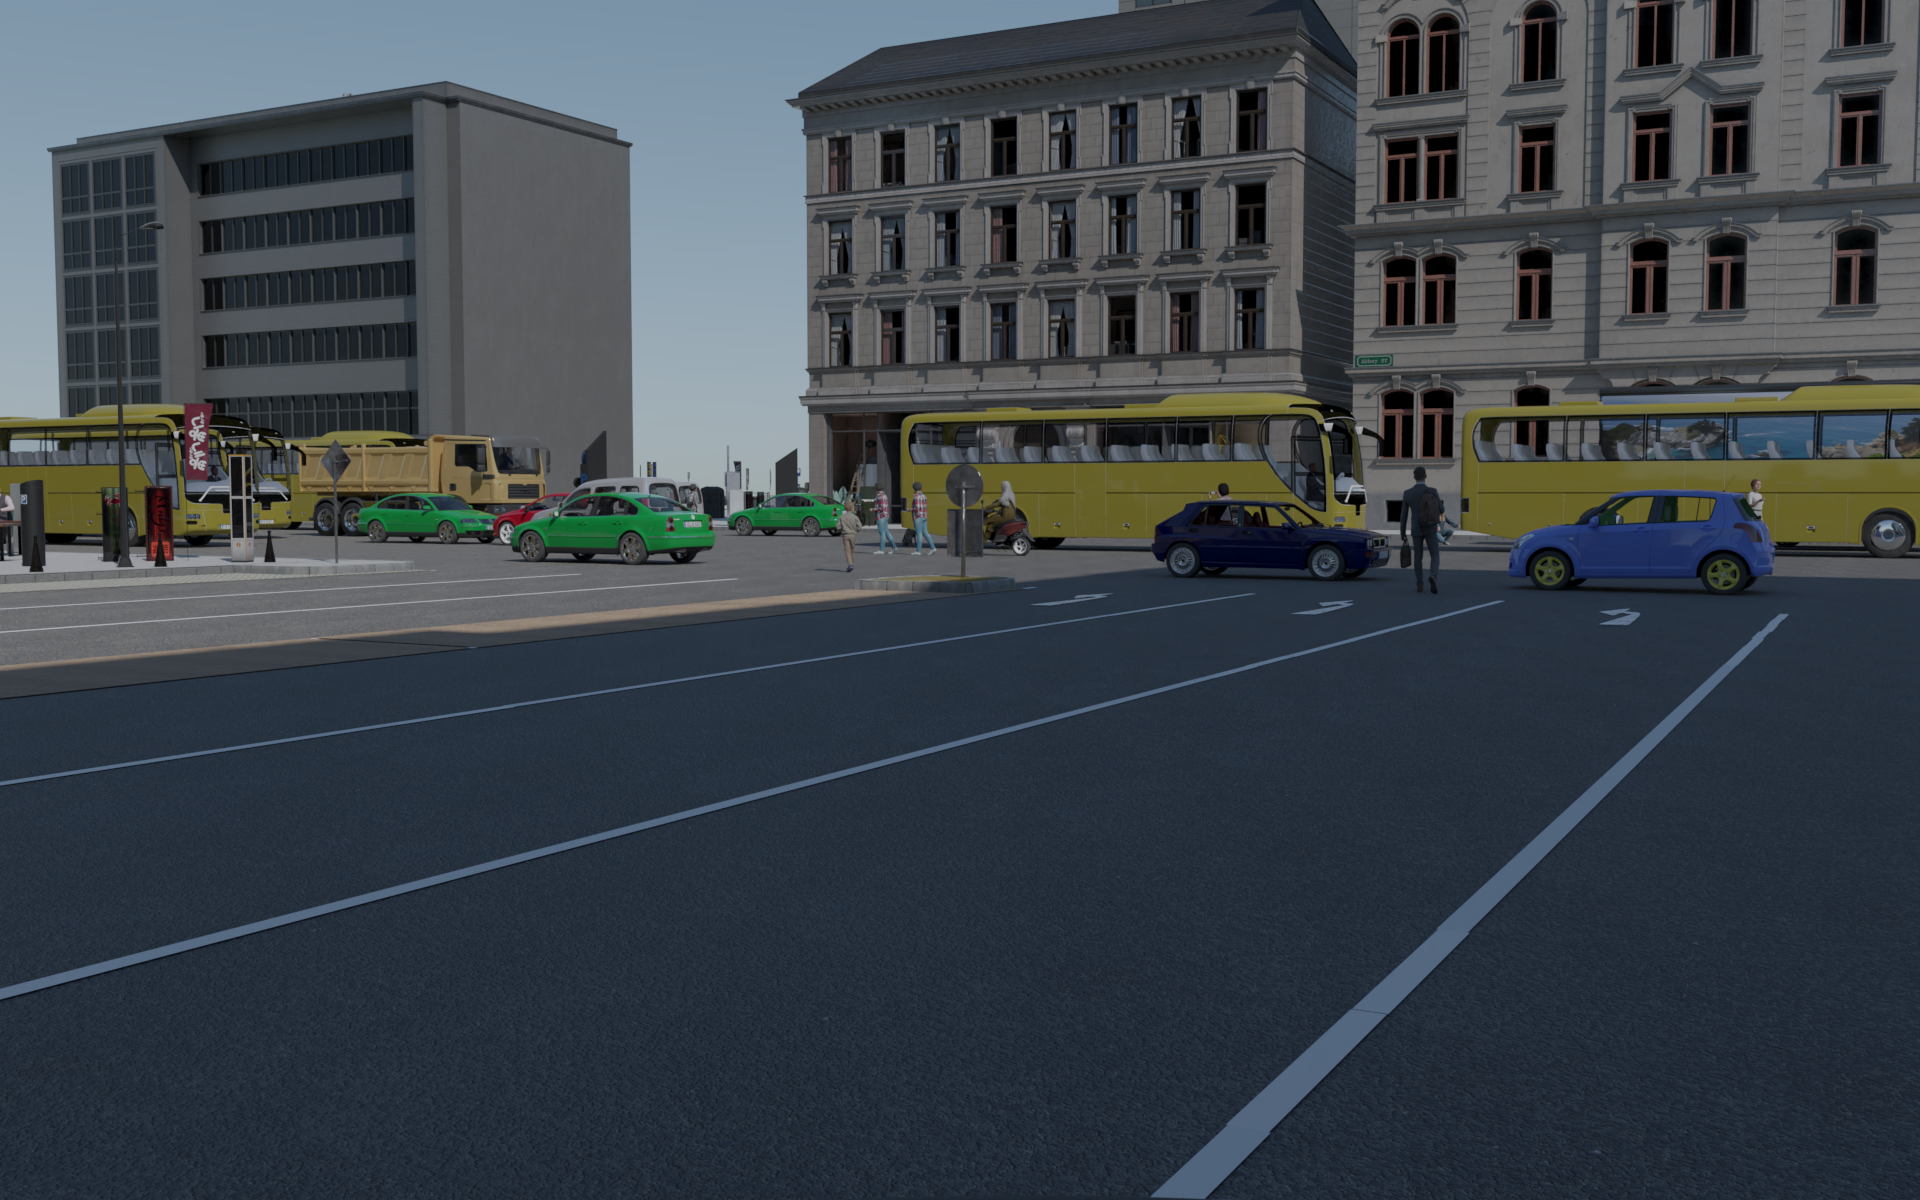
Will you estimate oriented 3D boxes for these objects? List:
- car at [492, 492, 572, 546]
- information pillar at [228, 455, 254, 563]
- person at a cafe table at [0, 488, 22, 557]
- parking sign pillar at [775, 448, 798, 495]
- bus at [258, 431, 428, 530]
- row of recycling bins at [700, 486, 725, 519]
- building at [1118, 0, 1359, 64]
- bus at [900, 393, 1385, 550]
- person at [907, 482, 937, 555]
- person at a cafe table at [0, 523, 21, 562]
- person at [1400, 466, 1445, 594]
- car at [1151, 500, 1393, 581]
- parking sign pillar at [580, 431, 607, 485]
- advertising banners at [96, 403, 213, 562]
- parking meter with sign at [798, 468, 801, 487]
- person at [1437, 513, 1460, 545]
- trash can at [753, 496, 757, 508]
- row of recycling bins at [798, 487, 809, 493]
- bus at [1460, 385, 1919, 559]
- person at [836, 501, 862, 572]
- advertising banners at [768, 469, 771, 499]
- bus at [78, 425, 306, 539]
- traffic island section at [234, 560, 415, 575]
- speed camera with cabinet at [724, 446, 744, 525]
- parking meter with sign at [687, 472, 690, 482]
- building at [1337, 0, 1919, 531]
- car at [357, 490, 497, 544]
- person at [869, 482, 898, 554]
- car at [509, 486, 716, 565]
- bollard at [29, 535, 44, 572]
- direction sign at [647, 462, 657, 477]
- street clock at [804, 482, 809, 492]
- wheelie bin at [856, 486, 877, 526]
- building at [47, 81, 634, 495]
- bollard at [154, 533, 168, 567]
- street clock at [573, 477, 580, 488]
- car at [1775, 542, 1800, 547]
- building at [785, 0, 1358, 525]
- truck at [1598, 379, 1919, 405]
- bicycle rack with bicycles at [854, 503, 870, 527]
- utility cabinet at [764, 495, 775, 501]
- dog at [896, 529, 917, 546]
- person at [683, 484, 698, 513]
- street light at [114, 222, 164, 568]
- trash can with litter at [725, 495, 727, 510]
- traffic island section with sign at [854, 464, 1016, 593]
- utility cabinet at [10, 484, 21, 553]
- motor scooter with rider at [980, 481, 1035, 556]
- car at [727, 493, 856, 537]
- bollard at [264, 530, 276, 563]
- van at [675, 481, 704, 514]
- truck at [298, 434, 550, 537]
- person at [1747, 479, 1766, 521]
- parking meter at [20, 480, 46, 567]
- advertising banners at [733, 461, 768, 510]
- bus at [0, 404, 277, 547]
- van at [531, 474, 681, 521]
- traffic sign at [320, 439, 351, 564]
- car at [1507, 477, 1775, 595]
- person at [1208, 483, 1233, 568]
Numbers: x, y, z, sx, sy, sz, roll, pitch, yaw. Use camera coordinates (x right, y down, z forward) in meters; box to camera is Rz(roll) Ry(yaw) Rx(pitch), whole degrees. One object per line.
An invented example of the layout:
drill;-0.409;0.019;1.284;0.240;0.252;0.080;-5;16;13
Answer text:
car;-10.990;-2.391;48.133;4.494;1.783;2.155;2;4;28
information pillar;-13.477;-1.712;32.486;0.304;2.012;0.304;0;4;6
person at a cafe table;-20.107;-1.678;35.948;1.698;1.524;1.622;-1;4;-14
parking sign pillar;-10.079;-6.865;100.720;1.447;3.967;1.447;0;4;-2
bus;-25.608;-4.756;69.312;12.252;3.916;2.896;2;4;28
row of recycling bins;-13.157;-5.211;92.310;1.069;1.692;3.534;0;4;2
building;25.528;-42.421;131.843;20.563;71.187;20.611;2;4;29
bus;4.339;-3.209;44.009;12.252;3.916;2.896;2;4;29
person;-0.908;-1.915;40.651;0.643;1.720;0.563;2;4;26
person at a cafe table;-18.790;-1.351;32.944;1.698;1.238;1.726;-1;4;-9
person;6.700;-1.018;25.111;0.622;1.834;0.822;1;4;15
car;5.336;-1.047;29.692;3.894;1.354;1.945;2;4;28
parking sign pillar;-15.447;-5.172;73.034;1.447;3.967;1.447;2;4;25
advertising banners;-15.323;-2.253;33.023;2.074;3.025;0.090;-2;4;-27
parking meter with sign;-11.035;-7.424;117.636;0.543;3.016;1.738;0;4;-1
person;13.706;-2.130;48.831;1.012;1.151;0.738;-1;4;-19
trash can;-14.128;-6.600;119.562;0.748;1.137;0.748;0;3;0
row of recycling bins;-10.053;-5.979;104.872;1.069;1.692;3.534;-2;4;-25
bus;18.302;-3.019;40.902;12.252;3.916;2.896;2;4;28
person;-2.049;-1.165;31.818;0.475;1.303;0.640;-1;4;-16
advertising banners;-13.416;-7.661;121.450;0.090;3.025;2.074;-1;4;-15
bus;-27.145;-4.045;57.688;12.252;3.916;2.896;2;4;29
traffic island section;-11.534;-0.594;32.000;2.009;0.180;2.903;2;4;29
speed camera with cabinet;-9.118;-4.627;69.992;0.660;3.252;2.038;-1;4;-12
parking meter with sign;-22.153;-8.557;136.161;1.738;3.016;0.543;-1;4;-21
building;26.663;-16.763;61.466;23.554;28.519;14.401;2;4;29
car;-15.446;-2.560;50.646;4.718;1.807;1.959;2;4;27
person;-1.824;-1.956;41.322;0.643;1.720;0.563;0;4;7
car;-7.350;-1.679;36.251;4.718;1.807;1.959;2;4;30
bollard;-15.198;-0.761;28.484;0.229;0.601;0.229;0;3;0
direction sign;-21.609;-7.921;121.497;0.379;3.537;0.876;3;4;37
street clock;-9.365;-6.236;106.530;0.358;2.002;0.471;-2;4;-32
wheelie bin;-3.746;-3.806;70.133;0.980;1.594;0.693;0;4;-6
building;-34.247;-16.860;94.728;30.058;24.678;14.314;2;4;29
bollard;-14.091;-0.885;30.516;0.229;0.601;0.229;0;3;0
street clock;-16.457;-4.304;74.939;0.471;2.002;0.358;-3;5;-41
car;23.649;-2.230;46.677;3.980;1.641;2.015;2;4;30
building;-3.215;-13.779;76.202;40.483;20.767;10.553;2;4;29
truck;22.381;-3.385;44.260;11.283;4.237;2.839;2;4;27
bicycle rack with bicycles;-4.555;-3.315;67.583;2.852;0.926;2.925;2;4;31
utility cabinet;-13.751;-6.992;125.478;1.020;1.237;0.306;-2;4;-32
dog;-1.501;-1.906;48.005;0.800;0.831;0.513;-1;4;-10
person;-8.010;-2.597;51.680;0.376;1.734;0.841;-1;4;-19
street light;-14.187;-3.512;29.956;1.470;5.913;1.316;2;4;29
trash can with litter;-18.793;-7.896;140.160;2.233;1.210;1.678;2;4;31
traffic island section with sign;-0.228;-1.099;26.101;2.006;1.907;1.989;2;4;29
utility cabinet;-20.162;-1.755;37.367;0.318;1.500;1.173;-3;5;-40
motor scooter with rider;0.872;-1.923;40.398;1.986;1.779;0.876;2;4;31
car;-5.778;-3.077;59.104;4.718;1.807;1.959;2;4;28
bollard;-12.974;-1.009;32.544;0.229;0.601;0.229;0;3;0
van;-10.512;-3.104;57.762;4.112;2.044;2.013;2;4;30
truck;-17.760;-3.807;58.168;9.791;3.379;3.469;2;4;27
person;16.987;-1.700;36.858;0.480;1.755;0.524;-2;4;-34
parking meter;-16.489;-1.369;30.799;0.372;1.533;0.369;0;3;0
advertising banners;-11.185;-5.860;91.992;2.074;3.025;0.090;-3;5;-42
bus;-24.720;-3.531;49.274;12.252;3.916;2.896;2;4;29
van;-8.996;-2.245;43.723;4.112;2.044;2.013;2;4;29
traffic sign;-11.509;-1.730;31.926;0.795;2.450;0.064;2;4;29
car;10.103;-0.991;25.798;3.694;1.707;1.945;2;4;30
person;5.051;-1.451;33.684;0.517;1.644;0.566;1;4;16
